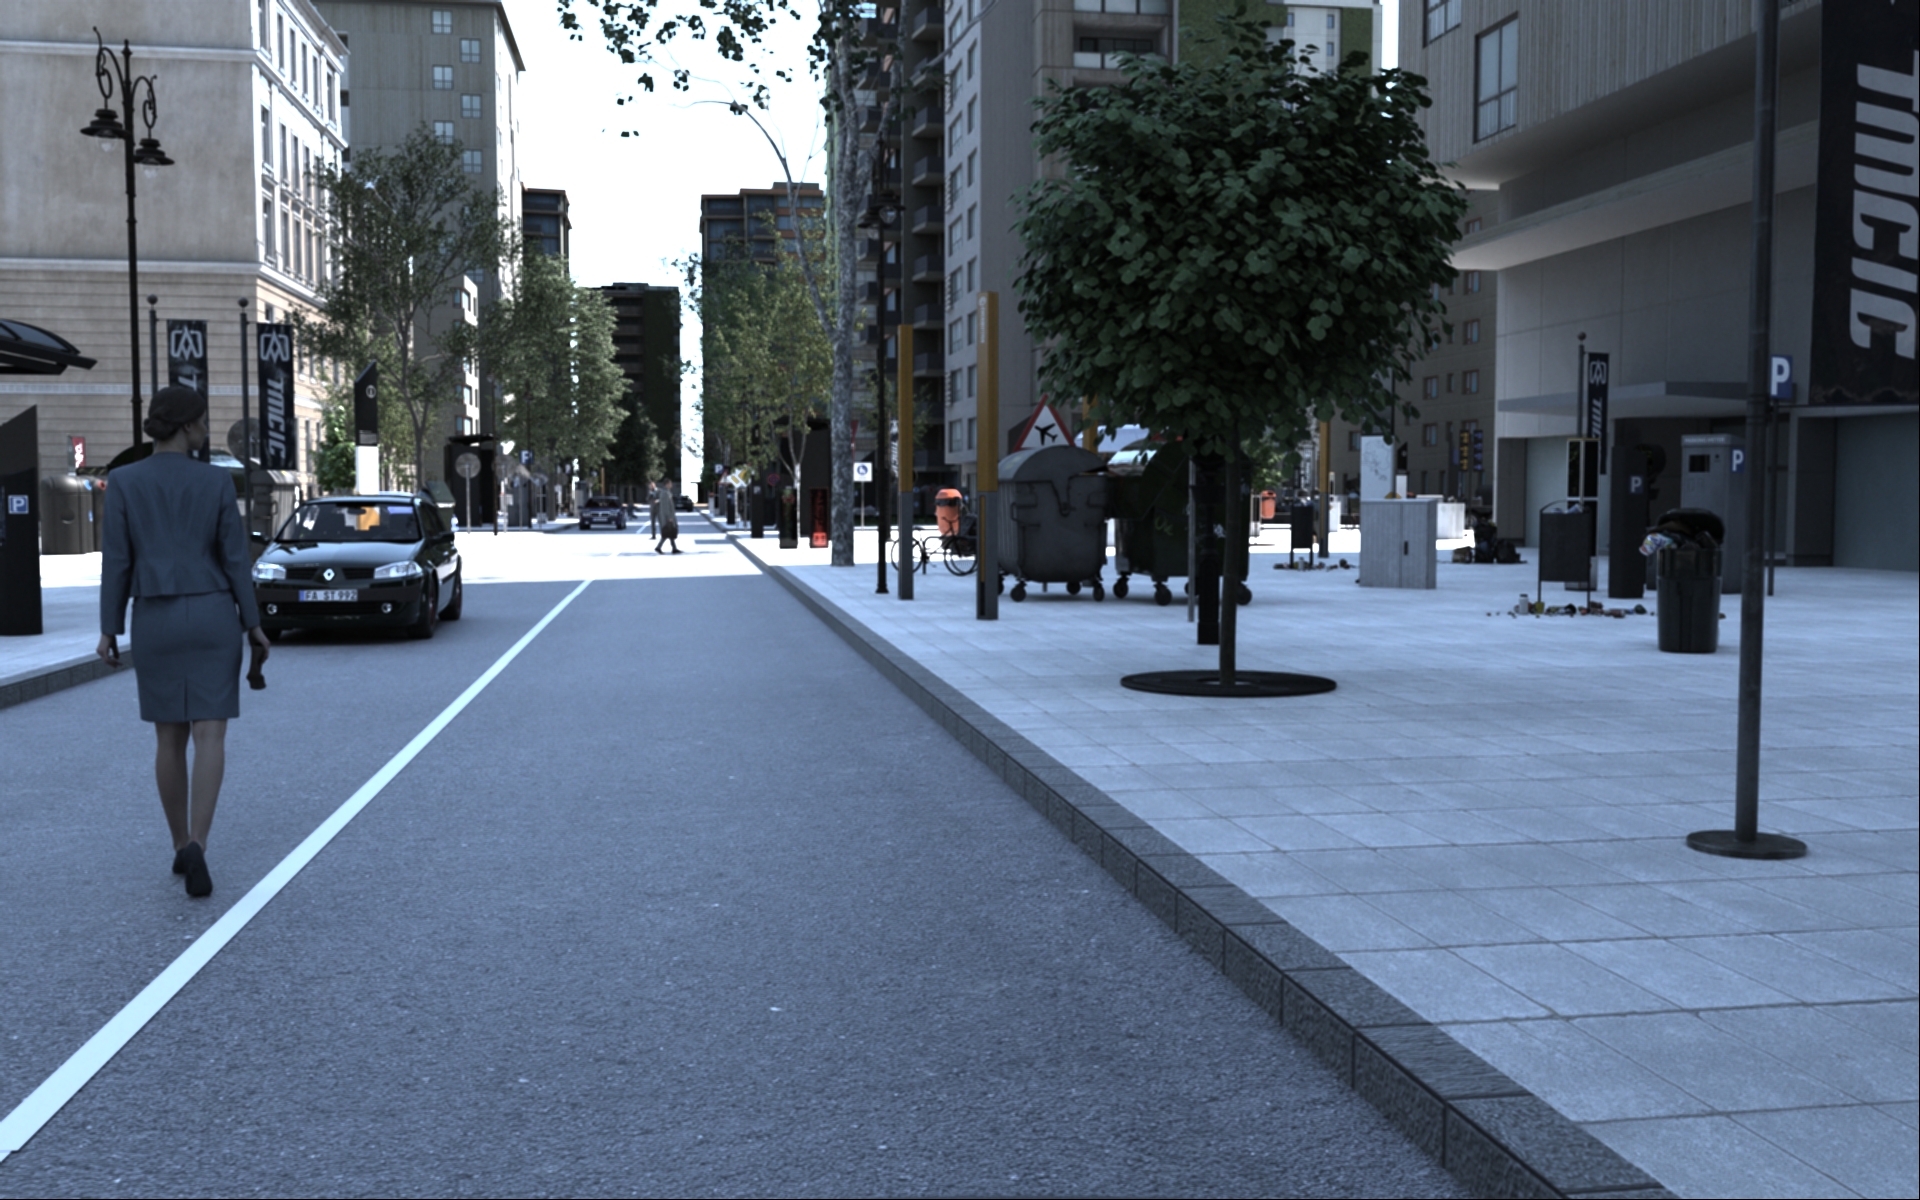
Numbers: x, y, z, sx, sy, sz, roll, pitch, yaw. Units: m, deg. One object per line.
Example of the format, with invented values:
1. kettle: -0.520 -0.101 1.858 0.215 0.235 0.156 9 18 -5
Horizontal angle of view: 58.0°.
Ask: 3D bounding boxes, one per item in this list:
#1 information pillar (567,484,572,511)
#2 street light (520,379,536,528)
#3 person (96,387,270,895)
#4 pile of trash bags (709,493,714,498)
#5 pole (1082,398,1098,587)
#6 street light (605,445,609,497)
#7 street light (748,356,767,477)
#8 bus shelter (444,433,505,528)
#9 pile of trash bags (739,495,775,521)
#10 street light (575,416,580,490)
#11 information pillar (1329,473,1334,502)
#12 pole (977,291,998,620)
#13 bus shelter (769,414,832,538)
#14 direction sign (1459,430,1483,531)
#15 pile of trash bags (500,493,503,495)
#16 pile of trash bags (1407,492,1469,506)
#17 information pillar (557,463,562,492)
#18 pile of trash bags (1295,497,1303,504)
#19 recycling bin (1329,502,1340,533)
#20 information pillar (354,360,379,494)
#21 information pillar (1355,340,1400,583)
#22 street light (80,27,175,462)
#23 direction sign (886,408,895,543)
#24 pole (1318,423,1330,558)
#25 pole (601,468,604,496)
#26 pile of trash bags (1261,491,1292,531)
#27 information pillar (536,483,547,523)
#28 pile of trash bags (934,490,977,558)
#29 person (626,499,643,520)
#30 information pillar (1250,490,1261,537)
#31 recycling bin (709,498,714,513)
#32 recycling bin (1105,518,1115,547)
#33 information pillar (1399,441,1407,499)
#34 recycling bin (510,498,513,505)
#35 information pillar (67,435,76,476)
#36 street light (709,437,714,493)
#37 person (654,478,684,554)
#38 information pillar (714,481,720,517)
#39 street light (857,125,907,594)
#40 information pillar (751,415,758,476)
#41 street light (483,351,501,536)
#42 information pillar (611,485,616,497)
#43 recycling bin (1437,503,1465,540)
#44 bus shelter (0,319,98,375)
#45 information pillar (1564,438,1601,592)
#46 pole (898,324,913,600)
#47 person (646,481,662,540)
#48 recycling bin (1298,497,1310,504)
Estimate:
1. information pillar: -28.825 -7.539 127.760 0.304 2.012 0.304 0 4 -6
2. street light: -16.048 -5.609 64.496 0.468 5.910 1.993 -1 4 -9
3. person: -2.850 0.136 6.305 0.581 1.822 0.654 -1 4 -8
4. pile of trash bags: -18.818 -7.703 135.701 1.912 1.369 3.447 1 4 15
5. pole: 1.788 -1.833 23.810 0.158 3.312 0.155 0 3 0
6. street light: -27.403 -9.867 134.117 0.468 5.910 1.993 -1 4 -9
7. street light: -6.617 -5.155 57.064 0.468 5.910 1.993 -1 4 -9
8. bus shelter: -19.366 -4.775 69.351 1.731 3.624 6.357 -1 4 -9
9. pile of trash bags: -9.767 -4.542 84.014 1.912 1.369 3.447 -1 4 -8
10. street light: -21.855 -7.737 99.285 0.468 5.910 1.993 -1 4 -9
11. information pillar: 12.681 -3.378 59.721 0.304 2.012 0.304 3 5 42
12. pole: 0.279 -1.453 17.599 0.158 3.312 0.155 0 3 0
13. bus shelter: -4.885 -3.815 53.656 1.731 3.624 6.357 -1 4 -9
14. direction sign: 17.953 -4.216 60.935 0.876 3.537 0.379 -1 4 -12
15. pile of trash bags: -33.060 -7.204 127.538 1.912 1.369 3.447 -3 5 -40
16. pile of trash bags: 22.753 -4.448 82.471 3.447 1.369 1.912 2 4 30
17. information pillar: -30.544 -8.616 132.223 0.504 3.616 0.183 2 4 33
18. pile of trash bags: 13.982 -4.160 77.765 1.912 1.369 3.447 -3 4 -38
19. recycling bin: 12.227 -2.747 57.471 0.722 1.027 0.722 1 4 16
20. information pillar: -10.331 -2.376 30.206 0.183 3.616 0.504 2 4 24
21. information pillar: 5.952 -2.043 24.762 0.504 3.616 0.183 3 5 40
22. street light: -8.471 -2.752 17.779 0.468 5.910 1.993 -1 4 -9
23. direction sign: -1.876 -3.297 45.911 0.379 3.537 0.876 0 4 1
24. pole: 7.314 -2.502 34.752 0.158 3.312 0.155 0 3 0
25. pole: -27.407 -8.506 132.909 0.158 3.312 0.155 0 3 0
26. pile of trash bags: 9.315 -2.998 58.768 3.447 1.369 1.912 -2 4 -30
27. information pillar: -18.301 -4.356 75.712 0.304 2.012 0.304 2 4 26
28. pile of trash bags: 0.602 -1.619 36.227 1.912 1.369 3.447 2 4 35
29. person: -18.280 -5.038 96.366 1.012 1.151 0.738 2 4 34
30. information pillar: 8.736 -2.868 51.385 0.304 2.012 0.304 -1 4 -11
31. recycling bin: -16.908 -6.572 120.009 0.722 1.027 0.722 -3 5 -43
32. recycling bin: 3.845 -1.804 42.048 0.722 1.027 0.722 -2 4 -35
33. information pillar: 19.525 -5.210 76.540 0.504 3.616 0.183 -1 4 -13
34. recycling bin: -29.345 -6.247 114.699 0.722 1.027 0.722 0 4 -1
35. information pillar: -34.901 -4.700 68.207 0.504 3.616 0.183 1 4 18
36. street light: -19.857 -10.131 138.421 0.468 5.910 1.993 -1 4 -9
37. person: -6.970 -2.011 41.486 0.767 1.812 0.694 -1 4 -18
38. information pillar: -13.878 -5.767 98.780 0.304 2.012 0.304 0 4 -4
39. street light: -1.008 -3.025 22.243 0.468 5.910 1.993 -1 4 -9
40. information pillar: -6.029 -3.646 50.959 0.183 3.616 0.504 0 4 8
41. street light: -14.143 -4.881 52.591 0.468 5.910 1.993 -1 4 -9
42. information pillar: -27.558 -8.146 137.682 0.304 2.012 0.304 1 4 12
43. recycling bin: 13.674 -2.209 48.670 0.722 1.027 0.722 -3 4 -37
44. bus shelter: -10.777 -1.456 17.727 2.014 3.302 5.546 -1 4 -9
45. information pillar: 8.232 -1.127 22.911 0.304 2.012 0.304 -1 4 -21
46. pole: -0.660 -1.659 20.973 0.158 3.312 0.155 0 3 0
47. person: -9.550 -2.823 54.455 0.655 1.846 0.447 1 4 9
48. recycling bin: 25.399 -7.058 127.948 0.722 1.027 0.722 2 4 24
